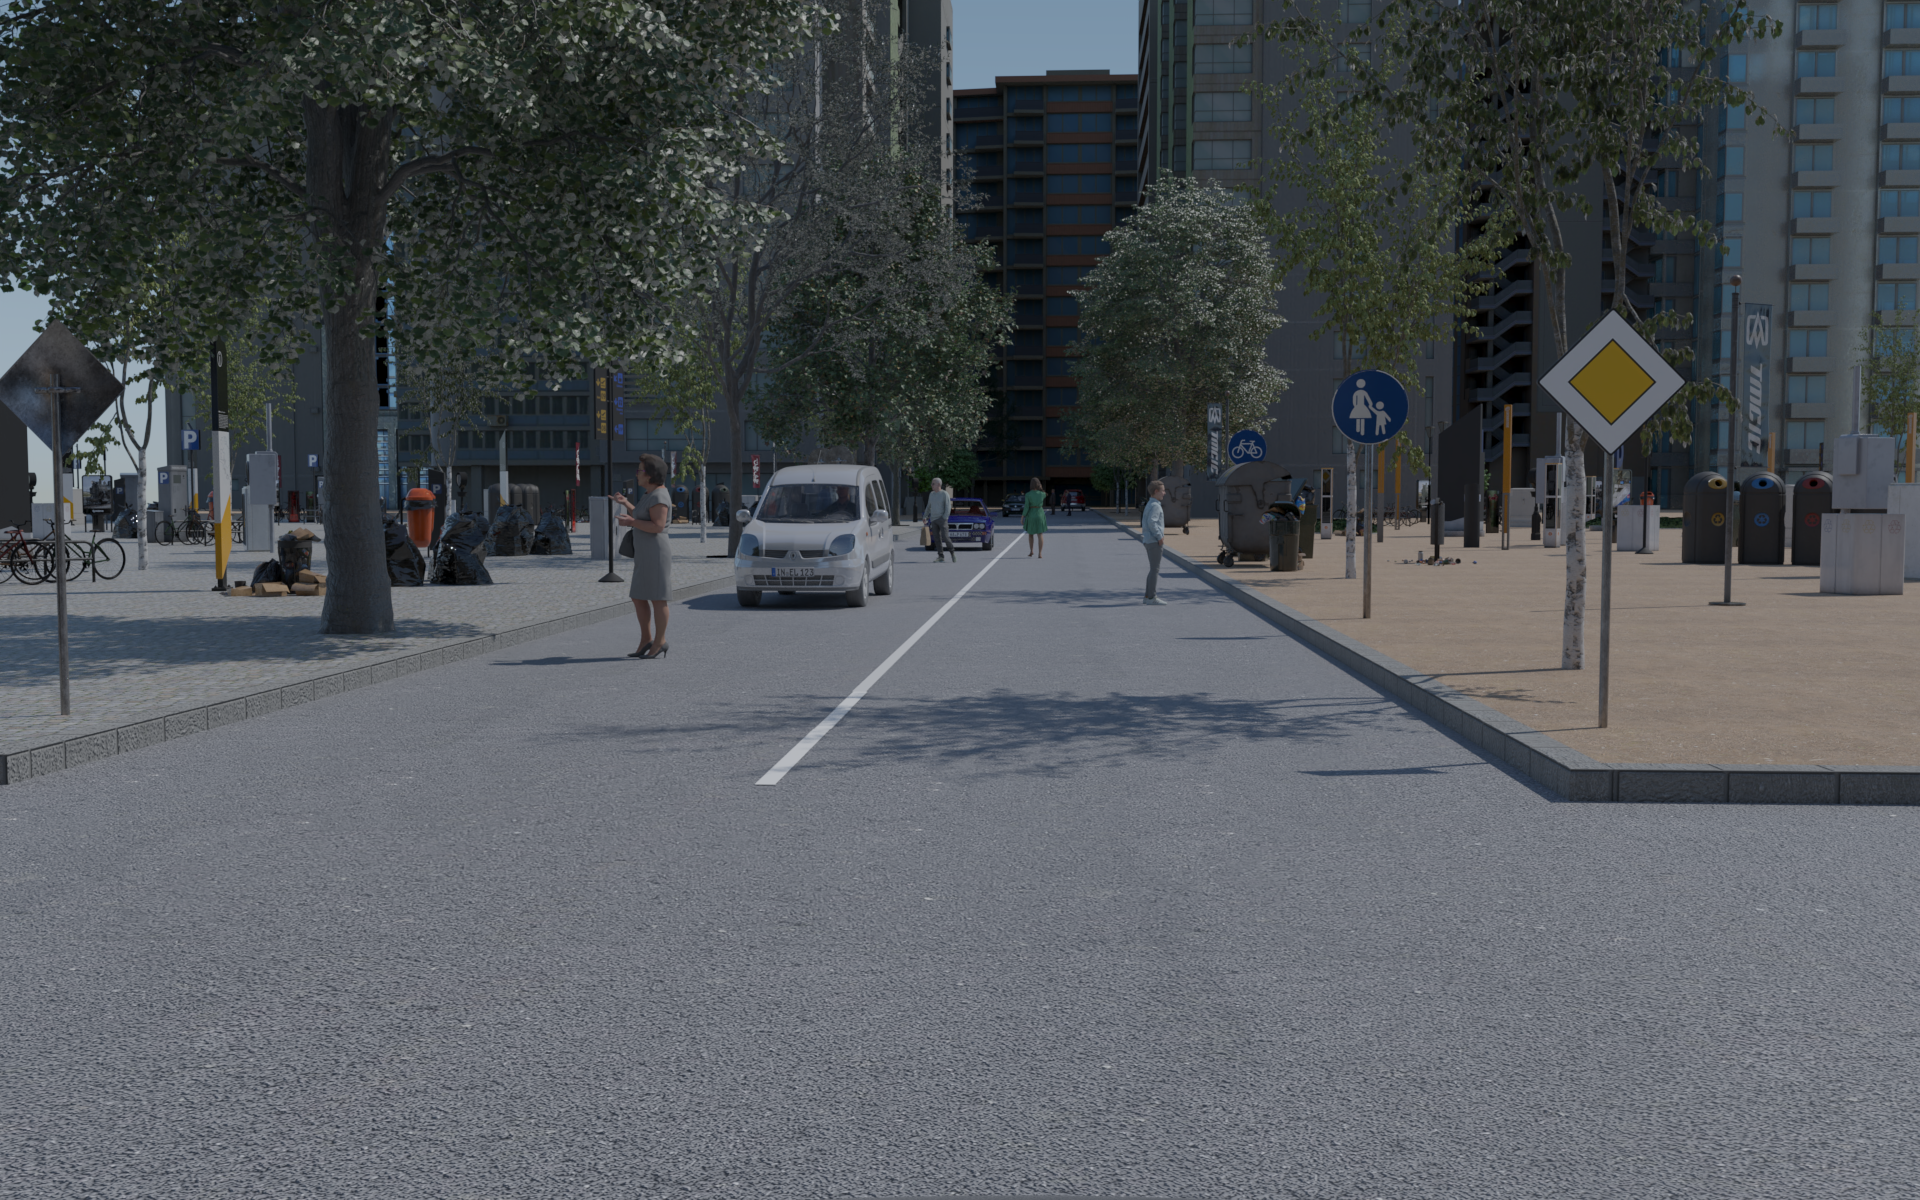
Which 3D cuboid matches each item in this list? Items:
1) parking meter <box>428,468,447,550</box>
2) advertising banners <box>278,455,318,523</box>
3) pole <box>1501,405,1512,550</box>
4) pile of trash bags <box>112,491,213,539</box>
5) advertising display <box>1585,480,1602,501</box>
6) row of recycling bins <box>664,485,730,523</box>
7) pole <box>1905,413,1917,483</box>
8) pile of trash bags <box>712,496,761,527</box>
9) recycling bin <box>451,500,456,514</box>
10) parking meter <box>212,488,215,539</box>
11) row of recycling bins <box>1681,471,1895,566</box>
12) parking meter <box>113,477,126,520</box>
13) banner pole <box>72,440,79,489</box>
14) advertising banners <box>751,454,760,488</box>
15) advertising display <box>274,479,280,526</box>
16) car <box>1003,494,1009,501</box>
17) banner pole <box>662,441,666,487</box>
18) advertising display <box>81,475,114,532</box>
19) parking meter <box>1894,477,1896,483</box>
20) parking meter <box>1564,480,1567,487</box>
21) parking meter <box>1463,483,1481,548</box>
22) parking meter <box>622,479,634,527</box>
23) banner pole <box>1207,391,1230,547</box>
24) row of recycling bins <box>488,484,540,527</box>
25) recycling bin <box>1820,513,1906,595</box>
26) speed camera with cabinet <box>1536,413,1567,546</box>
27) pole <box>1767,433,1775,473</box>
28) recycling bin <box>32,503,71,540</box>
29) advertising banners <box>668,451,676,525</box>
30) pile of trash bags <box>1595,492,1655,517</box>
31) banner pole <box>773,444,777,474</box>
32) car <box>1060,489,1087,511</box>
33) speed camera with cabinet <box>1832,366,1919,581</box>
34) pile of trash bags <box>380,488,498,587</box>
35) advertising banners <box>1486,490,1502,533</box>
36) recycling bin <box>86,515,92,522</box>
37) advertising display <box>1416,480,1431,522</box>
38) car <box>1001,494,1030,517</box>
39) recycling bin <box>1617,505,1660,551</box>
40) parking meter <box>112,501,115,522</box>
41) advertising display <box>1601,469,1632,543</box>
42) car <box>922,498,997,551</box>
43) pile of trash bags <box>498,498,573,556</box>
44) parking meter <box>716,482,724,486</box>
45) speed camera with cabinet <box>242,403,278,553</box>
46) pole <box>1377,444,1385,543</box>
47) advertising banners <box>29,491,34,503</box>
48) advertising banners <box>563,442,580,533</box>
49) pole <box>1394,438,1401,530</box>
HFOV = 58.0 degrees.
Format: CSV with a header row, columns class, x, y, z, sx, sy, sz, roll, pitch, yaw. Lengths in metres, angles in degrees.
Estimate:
class,x,y,z,sx,sy,sz,roll,pitch,yaw
parking meter,-11.917,-2.070,39.551,0.399,1.863,0.255,-1,4,-10
advertising banners,-29.998,-5.004,78.009,2.074,3.025,0.090,-1,4,-13
pole,12.514,-2.800,39.630,0.158,3.312,0.155,0,3,0
pile of trash bags,-23.135,-2.538,51.250,1.912,1.369,3.447,2,4,27
advertising display,29.502,-4.628,80.877,0.974,1.923,0.123,2,4,31
row of recycling bins,-12.008,-4.272,76.955,3.534,1.692,1.069,-1,4,-13
pole,23.883,-3.040,43.541,0.158,3.312,0.155,0,3,0
pile of trash bags,-8.261,-3.579,68.263,1.912,1.369,3.447,-3,5,-39
recycling bin,-22.027,-3.778,74.329,0.722,1.027,0.722,-1,4,-18
parking meter,-20.987,-2.491,49.142,0.372,1.533,0.369,0,3,0
row of recycling bins,15.026,-1.490,31.467,3.534,1.692,1.069,2,4,26
parking meter,-29.185,-3.329,60.137,0.399,1.863,0.255,-2,4,-26
banner pole,-40.536,-5.449,79.112,0.863,3.779,0.401,-2,4,-35
advertising banners,-8.479,-4.935,76.876,0.090,3.025,2.074,3,5,43
advertising display,-27.978,-3.961,69.971,0.974,1.923,0.123,-3,5,-41
car,4.075,-7.167,127.398,2.015,1.641,3.980,0,4,2
banner pole,-14.107,-5.663,82.605,0.401,3.779,0.863,-2,4,-24
advertising display,-29.009,-3.245,58.275,0.974,1.923,0.123,0,4,-4
parking meter,31.531,-3.239,58.667,0.255,1.863,0.399,3,4,36
parking meter,24.080,-3.871,69.002,0.399,1.863,0.255,-1,4,-9
parking meter,12.263,-2.022,41.475,0.372,1.533,0.369,0,3,0
parking meter,-12.892,-3.768,67.324,0.399,1.863,0.255,-3,5,-43
banner pole,6.285,-3.176,41.950,0.863,3.779,0.401,-2,4,-32
row of recycling bins,-17.712,-3.785,69.003,1.069,1.692,3.534,1,4,11
recycling bin,11.605,-0.595,22.280,0.722,1.027,0.722,0,4,-8
speed camera with cabinet,14.725,-2.967,42.852,0.660,3.252,2.038,2,4,29
pole,26.916,-3.895,57.518,0.158,3.312,0.155,0,3,0
recycling bin,-25.549,-2.211,48.707,0.722,1.027,0.722,0,4,6
advertising banners,-12.139,-4.601,71.418,0.090,3.025,2.074,-2,4,-35
pile of trash bags,28.549,-4.013,75.369,3.447,1.369,1.912,0,4,-8
banner pole,-6.824,-4.516,63.861,0.401,3.779,0.863,0,4,3
car,9.450,-8.315,144.626,2.281,1.827,5.304,0,4,4
speed camera with cabinet,14.241,-1.951,26.238,0.660,3.252,2.038,-1,4,-18
pile of trash bags,-7.975,-0.968,25.582,1.912,1.369,3.447,-1,4,-19
advertising banners,16.691,-3.682,56.396,2.074,3.025,0.090,-1,4,-11
recycling bin,-40.613,-4.187,81.017,0.722,1.027,0.722,-1,4,-15
advertising display,20.946,-4.467,78.257,0.974,1.923,0.123,-3,5,-40
car,3.588,-6.051,108.726,2.009,1.686,4.222,0,4,5
recycling bin,15.291,-1.620,39.043,0.722,1.027,0.722,3,5,41
parking meter,-39.209,-4.405,80.439,0.372,1.533,0.369,0,3,0
advertising display,17.155,-2.443,45.165,0.974,1.923,0.123,-2,4,-34
car,0.008,-1.990,45.121,1.945,1.354,3.894,0,4,2
pile of trash bags,-9.929,-1.611,36.095,1.912,1.369,3.447,3,5,43
parking meter,-11.588,-4.761,83.545,0.399,1.863,0.255,-1,4,-13
speed camera with cabinet,-15.543,-2.694,38.377,0.660,3.252,2.038,-2,4,-26
pole,11.138,-3.179,45.823,0.158,3.312,0.155,0,3,0
advertising banners,-38.853,-4.545,70.499,0.090,3.025,2.074,3,5,43
advertising banners,-12.876,-3.753,57.548,0.090,3.025,2.074,0,4,2
pole,15.656,-4.164,61.926,0.158,3.312,0.155,0,3,0
